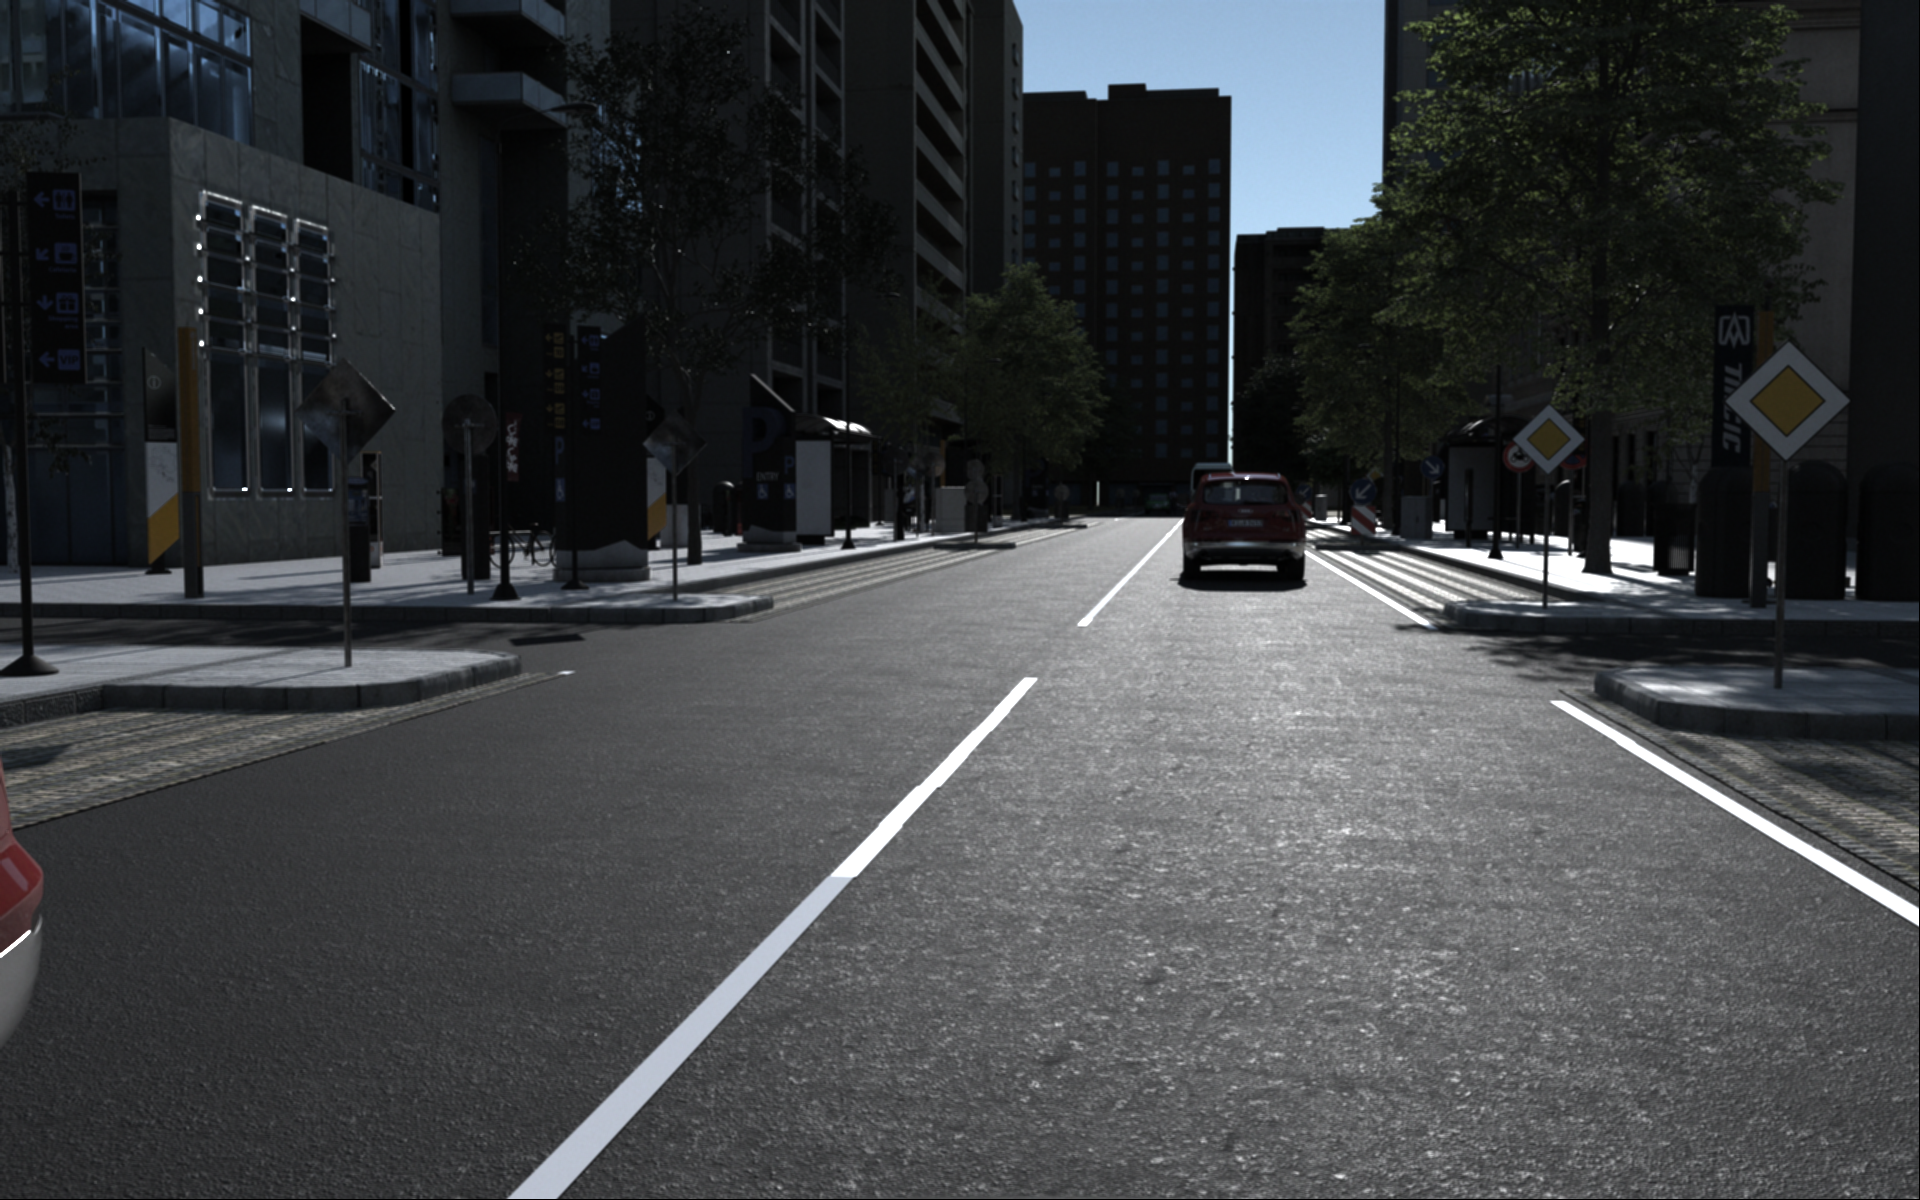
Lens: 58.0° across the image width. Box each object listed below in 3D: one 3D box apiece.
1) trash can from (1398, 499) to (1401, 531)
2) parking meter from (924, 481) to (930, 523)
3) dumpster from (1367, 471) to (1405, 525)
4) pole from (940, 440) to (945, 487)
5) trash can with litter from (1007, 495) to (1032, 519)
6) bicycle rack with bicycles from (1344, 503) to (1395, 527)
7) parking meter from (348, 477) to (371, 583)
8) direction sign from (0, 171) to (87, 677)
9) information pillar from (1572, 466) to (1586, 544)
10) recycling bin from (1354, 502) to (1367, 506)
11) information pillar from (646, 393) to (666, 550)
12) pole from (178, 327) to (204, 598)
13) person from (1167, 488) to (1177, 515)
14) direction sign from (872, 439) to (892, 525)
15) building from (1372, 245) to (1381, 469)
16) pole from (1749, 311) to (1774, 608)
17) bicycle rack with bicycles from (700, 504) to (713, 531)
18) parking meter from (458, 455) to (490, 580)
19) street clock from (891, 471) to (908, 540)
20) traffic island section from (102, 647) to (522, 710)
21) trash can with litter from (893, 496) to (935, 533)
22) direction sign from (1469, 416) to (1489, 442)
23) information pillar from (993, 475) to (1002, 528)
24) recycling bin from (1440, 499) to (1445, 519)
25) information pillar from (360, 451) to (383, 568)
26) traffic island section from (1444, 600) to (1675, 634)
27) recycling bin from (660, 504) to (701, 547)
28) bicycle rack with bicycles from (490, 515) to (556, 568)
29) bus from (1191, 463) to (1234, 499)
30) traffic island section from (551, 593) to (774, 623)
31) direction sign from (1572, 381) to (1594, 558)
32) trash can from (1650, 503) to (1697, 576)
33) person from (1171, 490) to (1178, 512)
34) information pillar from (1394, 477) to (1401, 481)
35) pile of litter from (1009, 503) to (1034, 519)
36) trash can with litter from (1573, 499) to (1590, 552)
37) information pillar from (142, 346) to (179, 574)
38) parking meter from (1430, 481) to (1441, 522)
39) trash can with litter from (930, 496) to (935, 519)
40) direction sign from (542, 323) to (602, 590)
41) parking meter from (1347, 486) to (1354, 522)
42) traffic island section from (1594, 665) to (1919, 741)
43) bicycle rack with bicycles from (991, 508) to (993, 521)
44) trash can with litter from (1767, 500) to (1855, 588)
[{"bbox_3d":[14.234,-2.661,55.166,0.748,1.137,0.748,0,3,0],"label":"trash can"},{"bbox_3d":[-1.517,-4.339,76.647,0.255,1.863,0.399,1,4,19],"label":"parking meter"},{"bbox_3d":[17.091,-4.119,69.836,1.502,2.255,1.985,0,4,8],"label":"dumpster"},{"bbox_3d":[-0.653,-4.377,65.414,0.158,3.312,0.155,0,3,0],"label":"pole"},{"bbox_3d":[2.888,-4.718,88.195,1.678,1.210,2.233,2,4,29],"label":"trash can with litter"},{"bbox_3d":[16.673,-3.303,67.394,2.852,0.926,2.925,-1,4,-17],"label":"bicycle rack with bicycles"},{"bbox_3d":[-8.784,-1.027,25.205,0.372,1.533,0.369,0,3,0],"label":"parking meter"},{"bbox_3d":[-6.636,-1.238,12.237,0.876,3.537,0.379,-1,4,-11],"label":"direction sign"},{"bbox_3d":[16.028,-2.465,44.792,0.304,2.012,0.304,3,5,40],"label":"information pillar"},{"bbox_3d":[18.955,-4.268,82.333,0.722,1.027,0.722,-1,4,-15],"label":"recycling bin"},{"bbox_3d":[-6.959,-2.942,39.460,0.504,3.616,0.183,0,4,4],"label":"information pillar"},{"bbox_3d":[-9.460,-1.679,21.297,0.158,3.312,0.155,0,3,0],"label":"pole"},{"bbox_3d":[14.803,-6.873,120.747,0.709,1.838,0.599,1,4,12],"label":"person"},{"bbox_3d":[-3.285,-4.819,70.792,0.876,3.537,0.379,3,5,43],"label":"direction sign"},{"bbox_3d":[50.990,-25.457,187.918,14.107,30.474,14.160,0,4,8],"label":"building"},{"bbox_3d":[8.998,-1.566,19.440,0.158,3.312,0.155,0,3,0],"label":"pole"},{"bbox_3d":[-9.839,-2.985,62.184,2.852,0.926,2.925,1,4,9],"label":"bicycle rack with bicycles"},{"bbox_3d":[-7.288,-1.240,25.990,0.399,1.863,0.255,1,4,18],"label":"parking meter"},{"bbox_3d":[-1.685,-2.673,48.278,0.358,2.002,0.471,3,5,42],"label":"street clock"},{"bbox_3d":[-4.567,0.575,12.873,2.009,0.180,2.903,0,4,8],"label":"traffic island section"},{"bbox_3d":[-1.099,-2.864,57.885,1.678,1.210,2.233,-2,4,-35],"label":"trash can with litter"},{"bbox_3d":[15.051,-3.568,50.329,0.876,3.537,0.379,-3,4,-37],"label":"direction sign"},{"bbox_3d":[1.423,-3.745,65.728,0.304,2.012,0.304,-1,4,-19],"label":"information pillar"},{"bbox_3d":[24.871,-4.624,88.161,0.722,1.027,0.722,-1,4,-16],"label":"recycling bin"},{"bbox_3d":[-10.163,-1.556,29.930,0.304,2.012,0.304,-1,4,-9],"label":"information pillar"},{"bbox_3d":[6.553,0.179,19.350,2.009,0.180,2.903,0,4,8],"label":"traffic island section"},{"bbox_3d":[-6.784,-1.802,42.022,0.722,1.027,0.722,2,4,35],"label":"recycling bin"},{"bbox_3d":[-7.045,-1.032,30.256,2.852,0.926,2.925,1,4,23],"label":"bicycle rack with bicycles"},{"bbox_3d":[15.996,-6.967,108.774,2.948,3.499,13.247,1,4,9],"label":"bus"},{"bbox_3d":[-3.436,0.092,20.778,2.009,0.180,2.903,0,4,8],"label":"traffic island section"},{"bbox_3d":[12.656,-2.624,34.904,0.876,3.537,0.379,-2,4,-28],"label":"direction sign"},{"bbox_3d":[11.298,-0.962,27.390,0.748,1.137,0.748,0,3,0],"label":"trash can"},{"bbox_3d":[17.126,-7.976,139.442,0.750,1.759,0.617,-2,4,-26],"label":"person"},{"bbox_3d":[19.271,-4.398,76.404,0.304,2.012,0.304,0,4,3],"label":"information pillar"},{"bbox_3d":[3.210,-4.729,91.290,1.719,0.858,1.176,-1,4,-12],"label":"pile of litter"},{"bbox_3d":[13.850,-1.665,38.614,0.624,1.170,1.055,1,4,14],"label":"trash can with litter"},{"bbox_3d":[-12.812,-2.226,27.752,0.183,3.616,0.504,3,5,42],"label":"information pillar"},{"bbox_3d":[21.794,-4.507,79.401,0.399,1.863,0.255,-1,4,-22],"label":"parking meter"},{"bbox_3d":[-1.200,-4.614,86.821,1.055,1.170,0.624,-3,4,-39],"label":"trash can with litter"},{"bbox_3d":[-5.188,-1.911,23.242,0.876,3.537,0.379,-3,5,-43],"label":"direction sign"},{"bbox_3d":[18.003,-4.547,80.057,0.399,1.863,0.255,0,4,5],"label":"parking meter"},{"bbox_3d":[5.422,0.663,11.445,2.009,0.180,2.903,0,4,8],"label":"traffic island section"},{"bbox_3d":[0.205,-4.286,83.455,2.852,0.926,2.925,-1,4,-11],"label":"bicycle rack with bicycles"},{"bbox_3d":[11.558,-0.791,23.997,2.233,1.210,1.678,2,4,28],"label":"trash can with litter"}]
